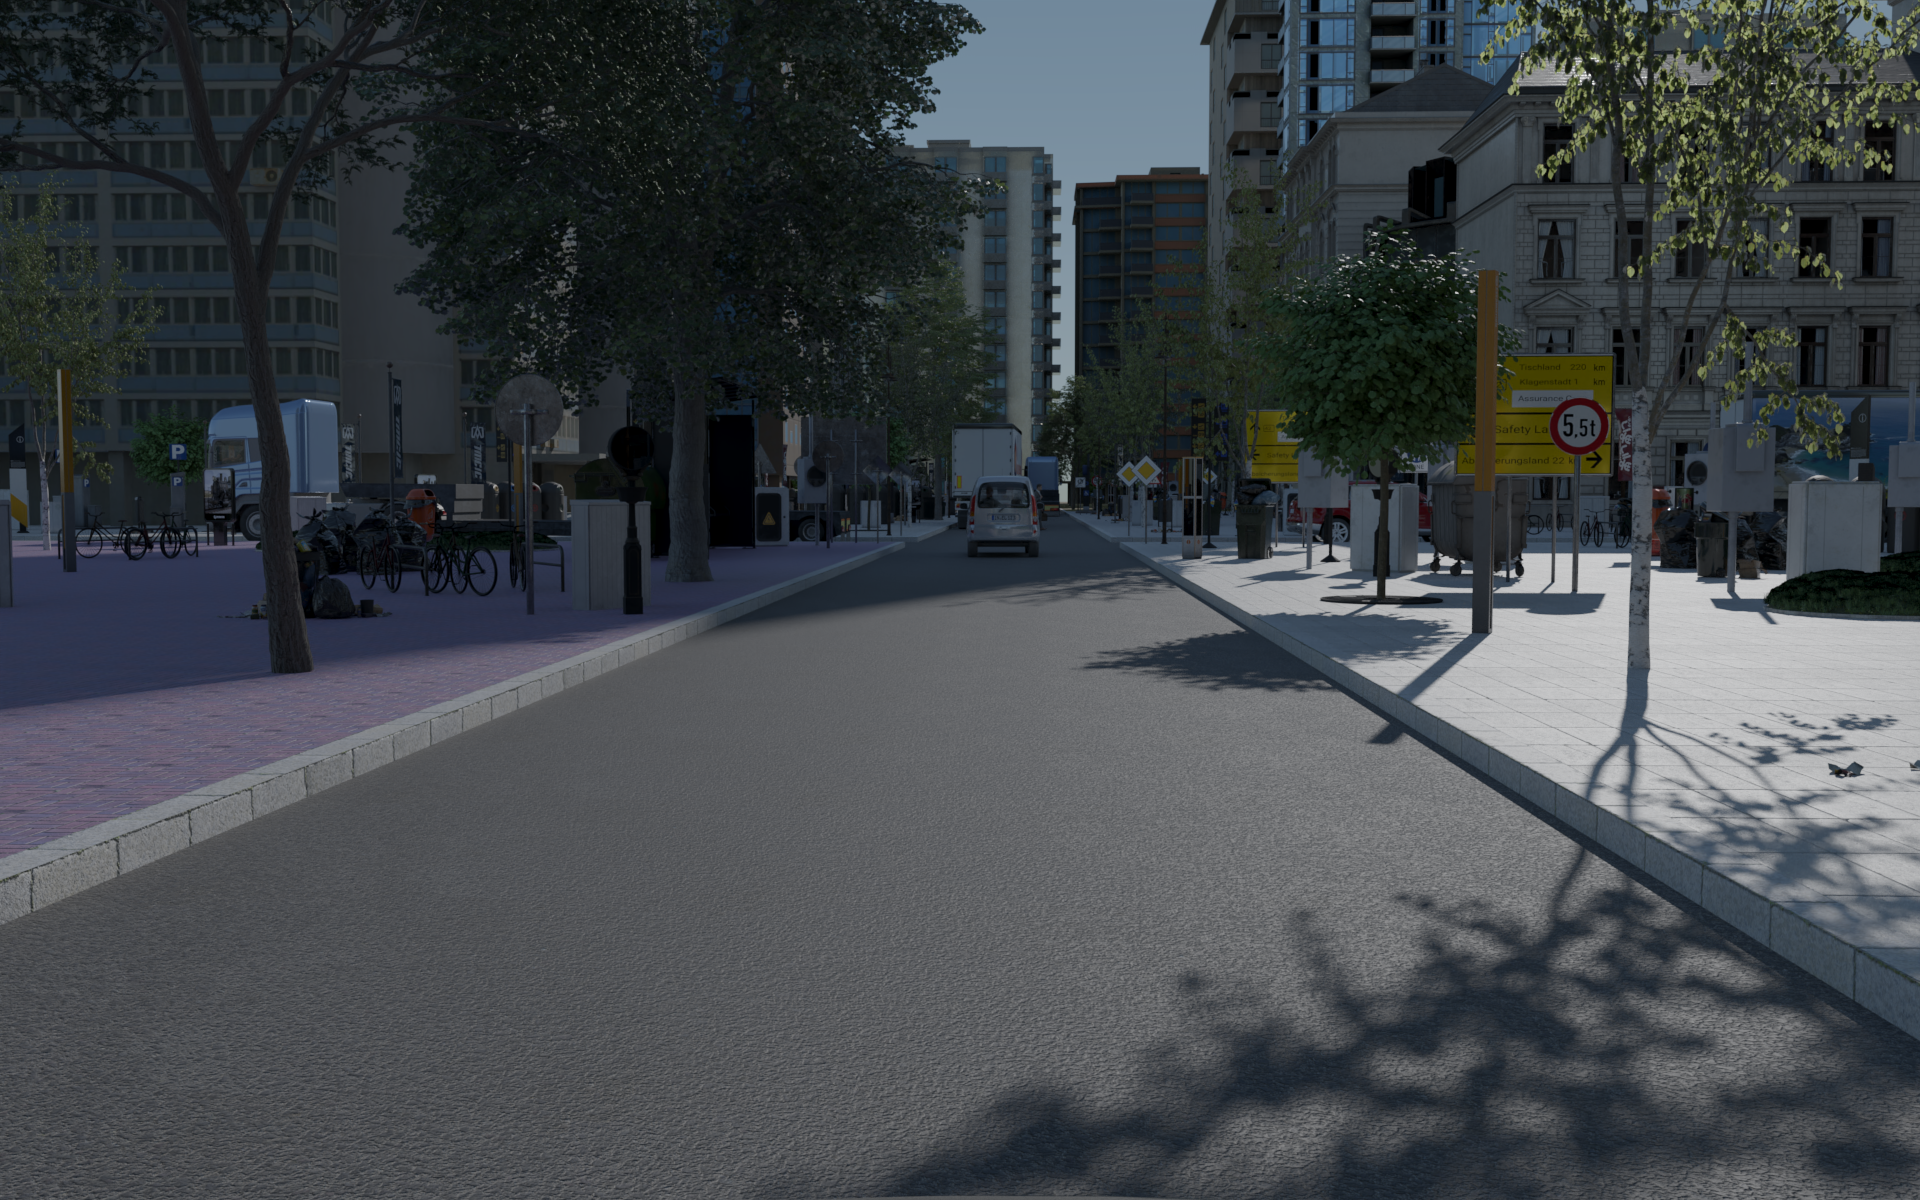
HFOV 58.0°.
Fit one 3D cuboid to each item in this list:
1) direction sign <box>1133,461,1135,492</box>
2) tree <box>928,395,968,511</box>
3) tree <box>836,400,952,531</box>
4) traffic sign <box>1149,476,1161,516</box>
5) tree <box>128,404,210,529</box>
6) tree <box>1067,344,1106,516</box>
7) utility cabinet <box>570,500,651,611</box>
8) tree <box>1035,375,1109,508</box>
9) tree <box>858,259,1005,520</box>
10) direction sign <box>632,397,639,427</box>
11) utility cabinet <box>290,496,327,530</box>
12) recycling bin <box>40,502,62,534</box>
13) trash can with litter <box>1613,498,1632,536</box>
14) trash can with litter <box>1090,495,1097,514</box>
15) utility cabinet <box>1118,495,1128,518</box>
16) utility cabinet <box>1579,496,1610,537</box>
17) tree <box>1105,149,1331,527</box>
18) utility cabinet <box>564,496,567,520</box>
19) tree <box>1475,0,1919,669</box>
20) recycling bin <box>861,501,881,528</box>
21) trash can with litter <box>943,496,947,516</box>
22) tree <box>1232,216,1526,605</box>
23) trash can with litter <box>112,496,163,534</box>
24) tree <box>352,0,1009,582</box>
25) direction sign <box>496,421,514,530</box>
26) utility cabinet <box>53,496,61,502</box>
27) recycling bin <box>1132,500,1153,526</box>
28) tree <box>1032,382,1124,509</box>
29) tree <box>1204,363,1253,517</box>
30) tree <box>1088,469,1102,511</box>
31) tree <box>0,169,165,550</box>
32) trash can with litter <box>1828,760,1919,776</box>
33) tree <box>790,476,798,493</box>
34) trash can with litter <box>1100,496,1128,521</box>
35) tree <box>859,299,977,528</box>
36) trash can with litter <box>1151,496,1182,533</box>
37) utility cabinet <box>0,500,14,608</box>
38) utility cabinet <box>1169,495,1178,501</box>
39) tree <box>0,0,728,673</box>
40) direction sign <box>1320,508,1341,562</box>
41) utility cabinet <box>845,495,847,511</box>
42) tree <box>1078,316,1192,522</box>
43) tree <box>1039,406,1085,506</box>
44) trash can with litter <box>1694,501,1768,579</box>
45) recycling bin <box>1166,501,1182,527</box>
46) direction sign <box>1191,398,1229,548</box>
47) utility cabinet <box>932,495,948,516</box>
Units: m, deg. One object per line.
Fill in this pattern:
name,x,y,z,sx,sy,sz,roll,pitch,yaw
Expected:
direction sign,10.749,-7.015,106.684,0.379,3.537,0.876,1,4,17
tree,-0.266,-10.828,127.403,4.737,8.622,4.395,0,3,0
tree,-3.203,-4.675,60.153,4.285,4.588,4.351,0,3,0
traffic sign,10.419,-5.710,93.369,0.884,2.594,0.081,0,4,4
tree,-28.551,-4.842,62.884,4.285,4.588,4.351,0,3,0
tree,6.810,-7.088,66.248,4.737,8.622,4.395,0,3,0
utility cabinet,-3.920,-0.512,19.527,0.306,1.237,1.020,2,4,31
tree,11.104,-15.080,164.680,7.486,12.596,7.792,0,3,0
tree,-1.456,-10.166,84.339,7.486,12.596,7.792,0,3,0
direction sign,-6.772,-2.822,38.136,0.876,3.537,0.379,0,4,2
utility cabinet,-17.138,-2.106,45.593,0.306,1.237,1.020,2,4,24
recycling bin,-29.499,-2.683,56.419,0.722,1.027,0.722,-1,4,-20
trash can with litter,20.455,-2.525,52.670,1.055,1.170,0.624,-1,4,-22
trash can with litter,8.802,-6.010,109.316,1.678,1.210,2.233,1,4,11
utility cabinet,8.826,-4.951,92.112,0.306,1.237,1.020,-2,4,-28
utility cabinet,19.000,-2.507,52.154,0.306,1.237,1.020,-3,5,-40
tree,6.099,-5.325,37.427,4.737,8.622,4.395,0,3,0
utility cabinet,-15.361,-3.351,65.956,1.020,1.237,0.306,3,5,43
tree,5.111,-3.787,12.287,4.360,8.622,3.978,0,3,0
recycling bin,-3.398,-3.264,65.923,0.722,1.027,0.722,0,4,-8
trash can with litter,-1.302,-5.301,98.066,1.055,1.170,0.624,-1,4,-10
tree,4.968,-2.257,20.621,4.285,4.588,4.351,0,3,0
trash can with litter,-26.922,-2.778,56.483,1.678,1.210,2.233,-1,4,-16
tree,-3.958,-7.253,25.239,9.857,13.997,8.962,0,3,0
direction sign,-10.959,-3.066,42.126,0.876,3.537,0.379,2,4,34
utility cabinet,-32.386,-3.141,62.521,1.020,1.237,0.306,3,5,43
recycling bin,7.424,-3.544,70.492,0.722,1.027,0.722,1,4,18
tree,9.654,-12.834,144.249,8.767,10.594,7.601,-2,4,-34
tree,15.280,-8.966,96.950,4.360,8.622,3.978,0,3,0
tree,10.116,-8.402,131.971,1.663,3.219,1.824,0,3,0
tree,-20.623,-5.435,39.222,4.737,8.622,4.395,0,3,0
trash can with litter,4.973,0.226,7.355,2.233,1.210,1.678,3,5,43
tree,-10.869,-7.554,118.115,1.663,3.219,1.824,0,3,0
trash can with litter,7.752,-4.357,82.294,1.678,1.210,2.233,1,4,12
tree,-1.687,-7.068,65.927,4.360,8.622,3.978,0,3,0
trash can with litter,7.292,-2.881,58.166,2.233,1.210,1.678,-1,4,-21
utility cabinet,-11.256,-0.510,19.503,1.020,1.237,0.306,-2,4,-26
utility cabinet,11.059,-4.958,92.228,1.020,1.237,0.306,0,4,1
tree,-5.096,-4.771,12.416,7.601,10.594,8.767,3,4,36
direction sign,6.987,-2.481,32.564,0.876,3.537,0.379,-3,5,-45
utility cabinet,-8.022,-6.821,122.678,0.306,1.237,1.020,3,5,39
tree,7.593,-7.474,72.562,4.360,8.622,3.978,0,3,0
tree,11.994,-15.844,184.807,9.928,11.665,9.643,0,3,0
trash can with litter,11.848,-0.931,26.610,1.055,1.170,0.624,2,4,32
recycling bin,8.296,-3.327,66.955,0.722,1.027,0.722,0,4,-7
direction sign,5.907,-2.997,40.992,0.876,3.537,0.379,0,4,7
utility cabinet,-1.157,-5.610,102.881,1.020,1.237,0.306,1,4,17
